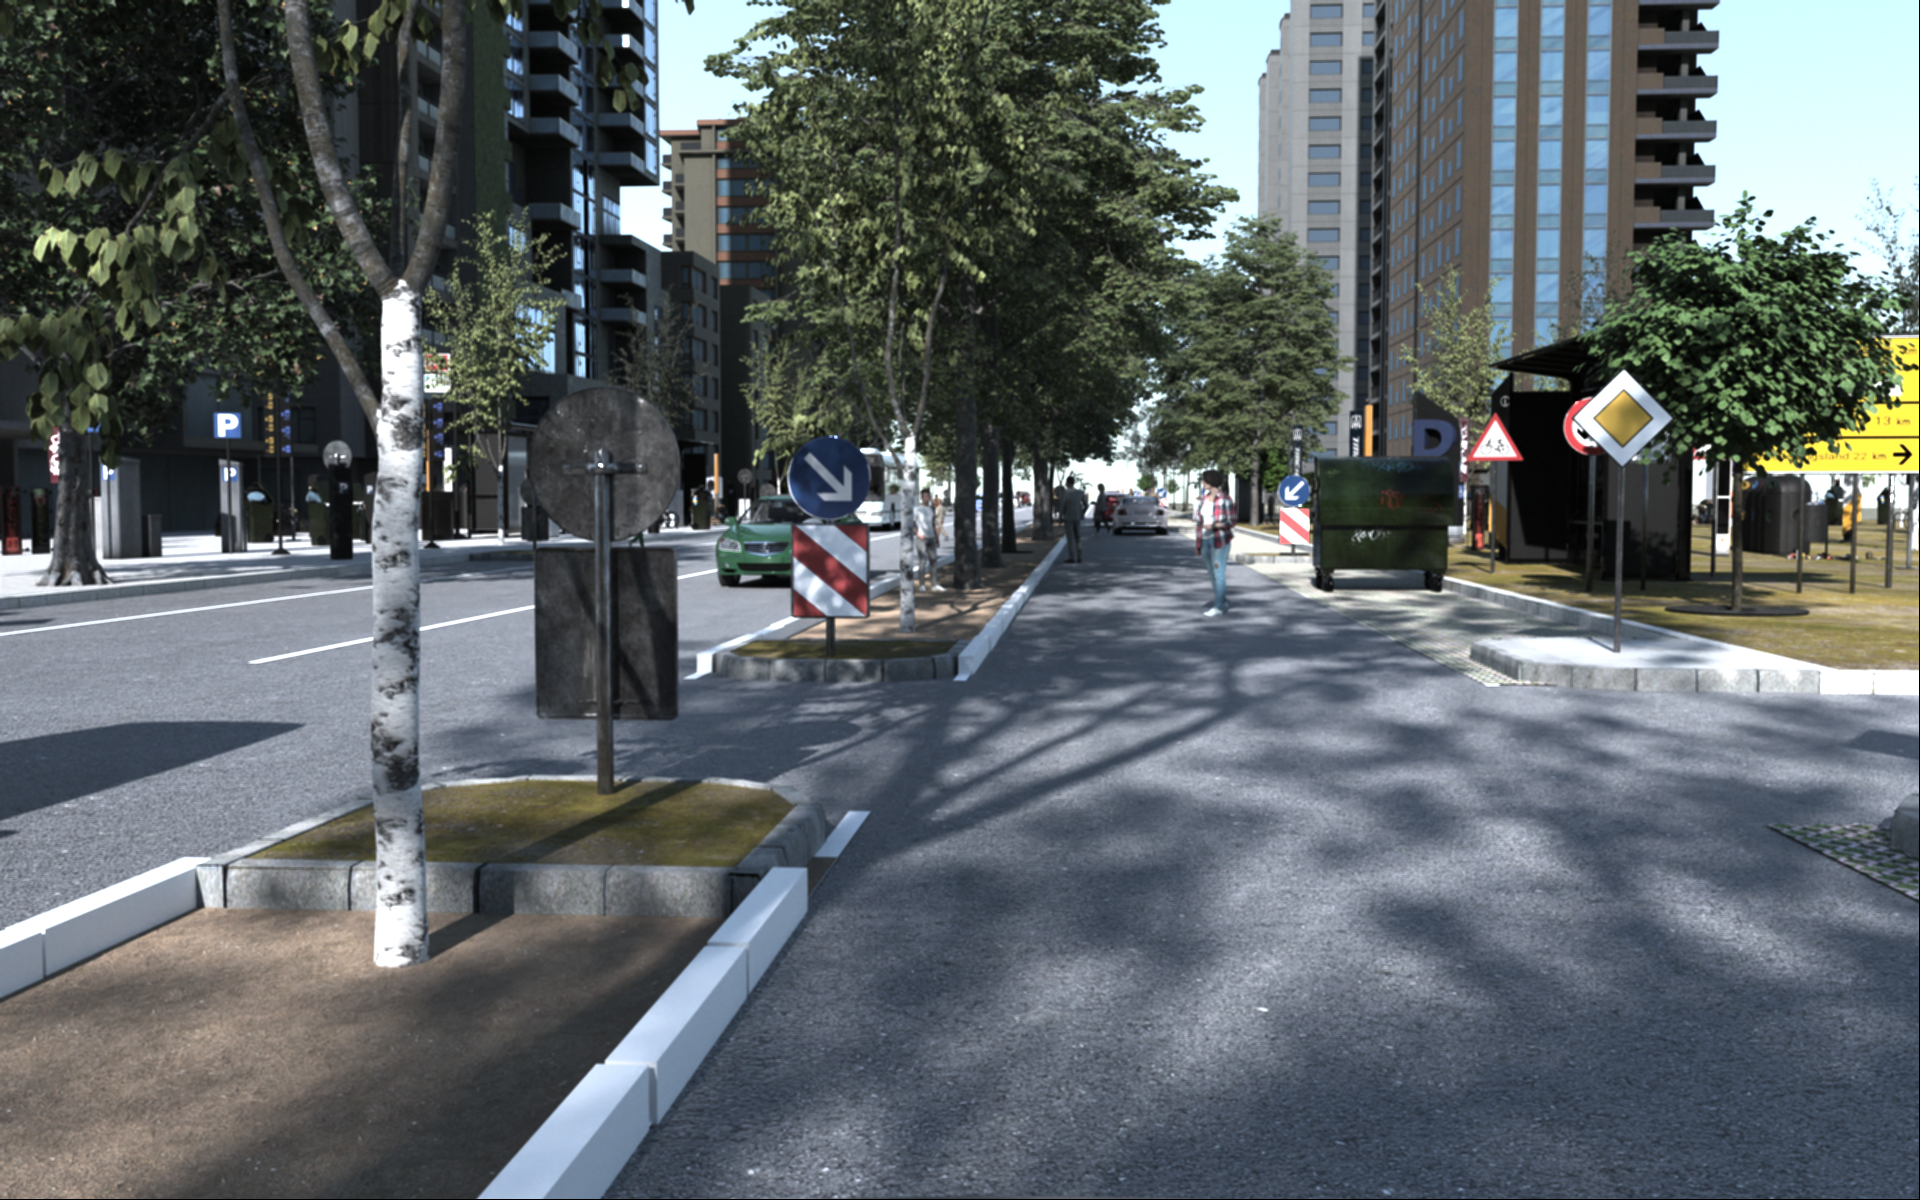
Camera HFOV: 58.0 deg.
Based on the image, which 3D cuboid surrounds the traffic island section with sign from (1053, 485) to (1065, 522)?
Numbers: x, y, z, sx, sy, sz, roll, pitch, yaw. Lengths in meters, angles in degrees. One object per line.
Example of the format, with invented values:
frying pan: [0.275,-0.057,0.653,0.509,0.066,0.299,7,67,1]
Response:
traffic island section with sign: [5.112,-4.951,89.090,2.006,1.907,1.989,0,4,5]

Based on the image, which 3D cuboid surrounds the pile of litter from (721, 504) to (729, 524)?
pile of litter: [-10.393,-3.639,73.456,1.176,0.858,1.719,2,4,28]

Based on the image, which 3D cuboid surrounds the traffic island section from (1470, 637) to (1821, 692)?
traffic island section: [5.337,0.505,14.027,2.009,0.180,2.903,0,4,5]

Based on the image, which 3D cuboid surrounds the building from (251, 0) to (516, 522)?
building: [-29.645,-24.186,79.034,14.154,41.232,14.086,0,4,5]

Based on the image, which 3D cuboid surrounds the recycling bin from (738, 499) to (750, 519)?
recycling bin: [-10.986,-4.676,89.006,0.722,1.027,0.722,-1,4,-15]

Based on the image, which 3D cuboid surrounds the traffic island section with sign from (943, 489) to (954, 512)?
traffic island section with sign: [-1.024,-8.151,141.891,1.989,1.847,2.006,0,4,5]

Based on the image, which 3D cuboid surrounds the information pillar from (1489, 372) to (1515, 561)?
information pillar: [10.484,-2.577,33.495,0.183,3.616,0.504,-3,4,-37]

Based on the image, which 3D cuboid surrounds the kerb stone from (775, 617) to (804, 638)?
kerb stone: [-1.748,0.290,17.460,0.120,0.150,1.000,0,4,5]

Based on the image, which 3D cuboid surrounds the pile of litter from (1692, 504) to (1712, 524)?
pile of litter: [31.644,-3.646,73.573,1.176,0.858,1.719,-2,4,-30]

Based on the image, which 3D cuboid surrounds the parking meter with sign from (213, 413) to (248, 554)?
parking meter with sign: [-15.933,-2.550,37.950,0.543,3.016,1.738,-1,4,-18]

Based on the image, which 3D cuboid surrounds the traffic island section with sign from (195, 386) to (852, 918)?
traffic island section with sign: [-1.574,0.081,6.815,2.006,1.907,1.989,0,4,5]

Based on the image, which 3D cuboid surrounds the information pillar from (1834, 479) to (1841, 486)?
information pillar: [42.329,-4.843,83.678,0.304,2.012,0.304,1,4,18]

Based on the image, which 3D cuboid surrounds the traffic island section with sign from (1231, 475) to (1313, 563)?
traffic island section with sign: [6.851,-1.706,36.513,1.989,1.847,2.006,0,4,5]

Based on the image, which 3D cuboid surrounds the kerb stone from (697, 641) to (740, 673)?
kerb stone: [-2.008,0.478,14.373,0.120,0.150,1.000,0,4,5]

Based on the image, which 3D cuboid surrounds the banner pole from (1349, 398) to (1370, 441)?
banner pole: [10.535,-3.401,45.626,0.401,3.779,0.863,-2,4,-31]

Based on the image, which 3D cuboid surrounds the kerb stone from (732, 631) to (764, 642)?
kerb stone: [-1.919,0.417,15.404,0.120,0.150,1.000,0,4,5]

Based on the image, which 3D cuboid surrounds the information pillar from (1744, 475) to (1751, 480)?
information pillar: [35.887,-5.354,78.889,0.504,3.616,0.183,-3,4,-38]

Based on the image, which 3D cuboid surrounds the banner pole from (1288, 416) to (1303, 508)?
banner pole: [10.657,-3.992,55.289,0.401,3.779,0.863,-2,4,-29]

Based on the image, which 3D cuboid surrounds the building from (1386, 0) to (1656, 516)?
building: [37.929,-28.728,119.806,14.600,45.320,14.200,0,4,5]

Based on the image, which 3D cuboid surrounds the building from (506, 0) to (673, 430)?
building: [-30.840,-48.559,106.617,22.319,86.520,31.000,0,4,5]

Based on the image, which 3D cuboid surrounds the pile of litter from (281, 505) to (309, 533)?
pile of litter: [-22.310,-2.684,57.851,1.719,0.858,1.176,0,4,-1]

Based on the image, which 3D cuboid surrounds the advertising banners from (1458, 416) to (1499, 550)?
advertising banners: [11.915,-2.661,39.692,2.074,3.025,0.090,-3,5,-44]

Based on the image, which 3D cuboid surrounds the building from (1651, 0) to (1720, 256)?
building: [36.408,-27.865,105.709,14.600,45.320,14.200,0,4,5]

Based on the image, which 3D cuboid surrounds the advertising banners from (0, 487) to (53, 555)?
advertising banners: [-19.951,-2.460,36.413,0.090,3.025,2.074,1,4,18]

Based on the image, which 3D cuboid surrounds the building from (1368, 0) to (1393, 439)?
building: [42.253,-42.701,136.412,20.563,71.187,20.611,0,4,5]

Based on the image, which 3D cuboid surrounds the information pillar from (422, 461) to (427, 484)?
information pillar: [-22.256,-4.916,71.735,0.183,3.616,0.504,2,4,32]

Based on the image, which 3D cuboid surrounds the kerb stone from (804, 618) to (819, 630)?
kerb stone: [-1.669,0.227,18.489,0.120,0.150,1.000,0,4,5]

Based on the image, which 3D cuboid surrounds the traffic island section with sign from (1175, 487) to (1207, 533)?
traffic island section with sign: [9.053,-3.371,63.745,1.989,1.847,2.006,0,4,5]

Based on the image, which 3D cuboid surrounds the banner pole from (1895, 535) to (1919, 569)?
banner pole: [16.394,-2.427,29.702,0.401,3.779,0.863,3,5,42]

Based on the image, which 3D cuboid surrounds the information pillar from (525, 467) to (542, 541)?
information pillar: [-11.652,-2.621,47.347,0.304,2.012,0.304,2,4,30]

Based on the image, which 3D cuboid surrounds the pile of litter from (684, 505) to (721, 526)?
pile of litter: [-10.591,-3.397,69.505,1.719,0.858,1.176,0,4,-5]

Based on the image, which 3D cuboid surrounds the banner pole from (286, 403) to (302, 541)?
banner pole: [-18.227,-3.500,47.248,0.401,3.779,0.863,-1,4,-19]

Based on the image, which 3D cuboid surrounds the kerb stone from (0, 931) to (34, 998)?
kerb stone: [-2.793,1.077,4.591,0.120,0.150,1.000,0,4,5]

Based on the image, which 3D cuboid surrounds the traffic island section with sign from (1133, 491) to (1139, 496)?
traffic island section with sign: [15.311,-8.075,140.648,1.989,1.847,2.006,0,4,5]

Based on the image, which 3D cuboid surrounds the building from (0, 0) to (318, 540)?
building: [-38.332,-28.215,50.555,28.713,52.752,27.495,0,4,5]

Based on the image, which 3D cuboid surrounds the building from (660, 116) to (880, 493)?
building: [-22.643,-33.563,203.375,22.147,44.769,28.867,0,4,5]

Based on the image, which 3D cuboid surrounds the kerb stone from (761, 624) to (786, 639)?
kerb stone: [-1.823,0.362,16.422,0.120,0.150,1.000,0,4,5]

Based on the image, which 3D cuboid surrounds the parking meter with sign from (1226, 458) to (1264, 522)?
parking meter with sign: [13.242,-5.147,80.407,1.738,3.016,0.543,0,4,3]

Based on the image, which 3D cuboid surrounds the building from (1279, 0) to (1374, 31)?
building: [47.814,-40.399,202.517,21.231,58.520,28.212,0,4,5]

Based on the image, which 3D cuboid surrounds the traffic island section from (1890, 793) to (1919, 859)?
traffic island section: [4.690,0.992,6.068,2.009,0.180,2.903,0,4,5]

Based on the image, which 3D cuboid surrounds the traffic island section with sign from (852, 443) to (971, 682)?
traffic island section with sign: [-0.965,-0.371,14.197,2.006,1.907,1.989,0,4,5]

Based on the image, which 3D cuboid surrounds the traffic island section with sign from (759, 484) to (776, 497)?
traffic island section with sign: [-7.260,-3.452,65.076,1.989,1.847,2.006,0,4,5]

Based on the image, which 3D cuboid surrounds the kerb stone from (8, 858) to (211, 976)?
kerb stone: [-2.717,1.014,5.610,0.120,0.150,1.000,0,4,5]

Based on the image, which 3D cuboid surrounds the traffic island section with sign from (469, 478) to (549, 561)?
traffic island section with sign: [-9.468,-1.796,37.985,1.989,1.847,2.006,0,4,5]

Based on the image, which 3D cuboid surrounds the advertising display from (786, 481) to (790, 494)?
advertising display: [-8.391,-4.939,85.960,0.123,1.923,0.974,1,4,16]

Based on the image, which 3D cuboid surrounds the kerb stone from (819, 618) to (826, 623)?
kerb stone: [-1.586,0.164,19.508,0.120,0.150,1.000,0,4,5]

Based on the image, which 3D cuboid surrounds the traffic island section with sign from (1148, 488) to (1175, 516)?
traffic island section with sign: [13.102,-6.413,113.479,1.989,1.847,2.006,0,4,5]

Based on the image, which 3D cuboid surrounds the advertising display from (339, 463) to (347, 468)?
advertising display: [-12.783,-1.879,35.934,0.123,1.923,0.974,-1,4,-17]

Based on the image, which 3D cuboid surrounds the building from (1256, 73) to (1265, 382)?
building: [50.176,-42.130,230.816,21.231,58.520,28.212,0,4,5]

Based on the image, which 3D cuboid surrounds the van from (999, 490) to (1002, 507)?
van: [3.411,-9.281,158.753,2.013,2.044,4.112,0,4,6]

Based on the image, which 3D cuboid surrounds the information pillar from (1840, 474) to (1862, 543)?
information pillar: [23.582,-3.327,45.754,0.183,3.616,0.504,-2,4,-29]

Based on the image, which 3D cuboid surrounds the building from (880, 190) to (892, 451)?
building: [-20.763,-35.322,232.131,22.147,44.769,28.867,0,4,5]

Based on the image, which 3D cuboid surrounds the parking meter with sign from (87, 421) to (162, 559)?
parking meter with sign: [-16.630,-2.331,34.375,0.543,3.016,1.738,1,4,14]

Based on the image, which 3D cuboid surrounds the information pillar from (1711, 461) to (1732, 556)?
information pillar: [15.736,-1.914,35.780,0.304,2.012,0.304,1,4,11]

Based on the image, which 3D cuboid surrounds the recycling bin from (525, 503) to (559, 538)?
recycling bin: [-12.201,-2.326,50.586,0.722,1.027,0.722,1,4,18]

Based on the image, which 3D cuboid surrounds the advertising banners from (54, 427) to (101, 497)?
advertising banners: [-22.166,-2.928,44.066,2.074,3.025,0.090,-1,4,-11]

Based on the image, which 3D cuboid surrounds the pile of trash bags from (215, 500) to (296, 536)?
pile of trash bags: [-21.015,-2.664,53.301,3.447,1.369,1.912,-2,4,-35]

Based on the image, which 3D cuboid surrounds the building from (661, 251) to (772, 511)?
building: [-31.560,-17.977,138.965,27.650,21.520,28.899,0,4,5]
